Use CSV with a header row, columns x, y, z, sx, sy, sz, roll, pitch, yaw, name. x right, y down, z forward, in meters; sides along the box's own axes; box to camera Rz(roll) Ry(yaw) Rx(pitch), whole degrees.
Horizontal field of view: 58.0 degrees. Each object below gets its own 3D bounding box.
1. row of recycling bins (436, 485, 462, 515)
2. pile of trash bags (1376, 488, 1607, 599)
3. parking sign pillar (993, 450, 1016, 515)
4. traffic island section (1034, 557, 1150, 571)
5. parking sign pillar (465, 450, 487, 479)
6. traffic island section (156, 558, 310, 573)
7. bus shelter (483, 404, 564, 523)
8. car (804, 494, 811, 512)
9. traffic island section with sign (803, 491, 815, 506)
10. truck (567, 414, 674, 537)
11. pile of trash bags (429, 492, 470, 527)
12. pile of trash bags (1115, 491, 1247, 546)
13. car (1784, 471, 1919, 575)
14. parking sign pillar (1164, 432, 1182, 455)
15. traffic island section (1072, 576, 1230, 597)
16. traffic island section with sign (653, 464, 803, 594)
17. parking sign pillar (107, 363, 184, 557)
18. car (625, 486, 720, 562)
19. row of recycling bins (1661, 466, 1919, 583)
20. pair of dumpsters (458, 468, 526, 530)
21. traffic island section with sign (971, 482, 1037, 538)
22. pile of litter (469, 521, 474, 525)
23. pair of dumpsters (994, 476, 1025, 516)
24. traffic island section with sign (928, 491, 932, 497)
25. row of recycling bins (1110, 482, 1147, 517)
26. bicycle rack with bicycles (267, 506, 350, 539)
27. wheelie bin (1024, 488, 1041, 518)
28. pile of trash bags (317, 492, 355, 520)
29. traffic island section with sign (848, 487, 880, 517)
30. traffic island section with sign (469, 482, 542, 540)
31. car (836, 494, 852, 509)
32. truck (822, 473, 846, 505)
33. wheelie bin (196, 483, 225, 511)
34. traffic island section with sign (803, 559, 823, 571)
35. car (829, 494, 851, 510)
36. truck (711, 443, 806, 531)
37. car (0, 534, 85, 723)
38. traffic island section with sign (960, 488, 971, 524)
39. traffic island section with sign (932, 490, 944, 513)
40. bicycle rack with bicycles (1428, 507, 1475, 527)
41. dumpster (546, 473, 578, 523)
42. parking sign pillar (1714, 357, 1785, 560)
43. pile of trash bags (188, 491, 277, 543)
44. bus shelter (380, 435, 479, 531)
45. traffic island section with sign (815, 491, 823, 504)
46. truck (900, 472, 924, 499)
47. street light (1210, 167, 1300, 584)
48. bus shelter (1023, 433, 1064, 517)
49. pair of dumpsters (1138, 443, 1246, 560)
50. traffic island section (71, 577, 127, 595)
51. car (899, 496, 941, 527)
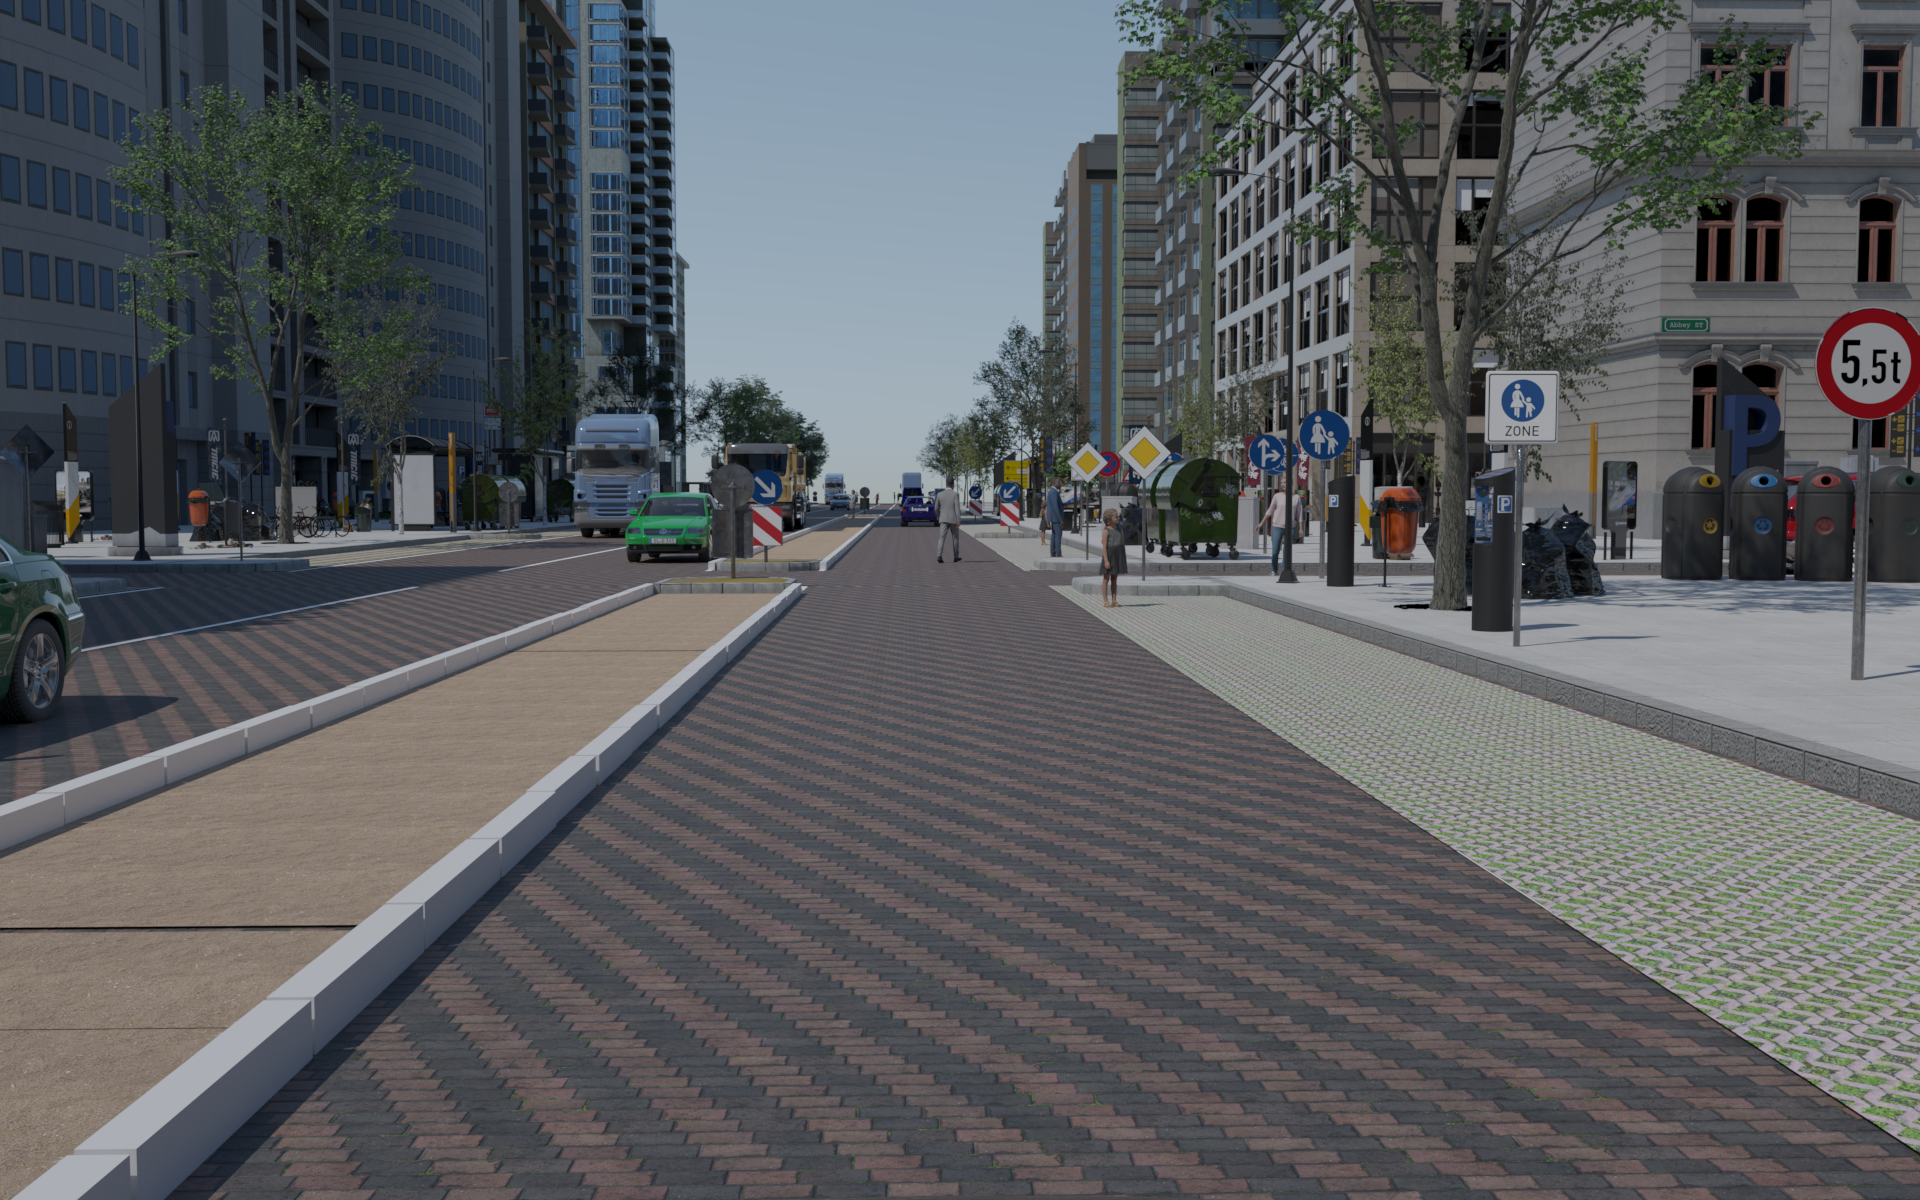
x,y,z,sx,sy,sz,roll,pitch,yaw,name
-23.371,-4.574,81.890,3.534,1.692,1.069,-2,4,-33,row of recycling bins
6.795,-0.799,22.817,1.912,1.369,3.447,-2,4,-31,pile of trash bags
2.785,-7.221,106.533,1.447,3.967,1.447,0,4,2,parking sign pillar
2.487,-0.691,33.584,2.009,0.180,2.903,0,4,-2,traffic island section
-25.988,-6.403,93.169,1.447,3.967,1.447,2,4,30,parking sign pillar
-13.746,-0.661,33.092,2.009,0.180,2.903,0,4,-2,traffic island section
-20.283,-6.275,80.224,2.179,5.291,8.768,0,4,-2,bus shelter
-12.946,-7.872,138.490,2.009,1.686,4.222,0,4,0,car
-19.353,-12.612,214.840,1.989,1.847,2.006,0,4,-2,traffic island section with sign
-11.688,-4.553,64.195,2.967,4.110,18.799,0,4,-3,truck
-20.918,-3.666,69.691,1.912,1.369,3.447,-2,4,-25,pile of trash bags
5.508,-2.072,43.630,3.447,1.369,1.912,1,4,11,pile of trash bags
16.227,-1.294,29.834,5.304,1.827,2.281,0,4,-1,car
8.937,-5.296,75.063,1.447,3.967,1.447,-1,4,-10,parking sign pillar
2.733,-0.203,25.603,2.009,0.180,2.903,0,4,-2,traffic island section
-3.432,-1.071,25.653,2.006,1.907,1.989,0,4,-2,traffic island section with sign
-17.014,-2.912,36.078,1.447,3.967,1.447,1,4,14,parking sign pillar
-6.146,-1.779,37.881,1.959,1.807,4.718,0,4,-1,car
12.331,-1.139,25.744,3.534,1.692,1.069,1,4,17,row of recycling bins
-17.019,-3.703,63.039,1.574,2.255,4.437,0,4,-2,pair of dumpsters
1.464,-2.926,56.464,1.989,1.847,2.006,0,4,-2,traffic island section with sign
-21.073,-3.604,72.896,1.719,0.858,1.176,3,5,42,pile of litter
2.808,-5.834,97.886,1.574,2.255,4.437,0,4,-2,pair of dumpsters
-1.746,-9.290,160.526,1.989,1.847,2.006,0,4,-2,traffic island section with sign
6.644,-3.114,58.028,3.534,1.692,1.069,-2,4,-28,row of recycling bins
-19.492,-2.316,51.251,2.925,0.926,2.852,-3,5,-42,bicycle rack with bicycles
3.906,-5.188,92.735,0.980,1.594,0.693,1,4,9,wheelie bin
-31.179,-4.691,86.451,1.912,1.369,3.447,-2,4,-24,pile of trash bags
-5.970,-6.118,108.160,2.006,1.907,1.989,0,4,-2,traffic island section with sign
-14.437,-2.847,55.181,1.989,1.847,2.006,0,4,-2,traffic island section with sign
-11.226,-9.702,168.851,2.015,1.641,3.980,0,4,-2,car
-16.284,-14.742,230.784,2.967,4.110,18.799,0,4,-1,truck
-22.007,-2.618,50.710,0.693,1.594,0.980,2,4,30,wheelie bin
-3.650,-1.524,33.057,2.006,1.907,1.989,0,4,-2,traffic island section with sign
-10.682,-8.748,155.025,2.014,1.417,4.499,0,4,-1,car
-7.676,-4.442,68.554,3.469,3.379,9.791,0,4,-1,truck
-6.607,0.140,9.508,2.131,1.459,4.920,0,4,-3,car
0.612,-4.574,83.406,1.989,1.847,2.006,0,4,-2,traffic island section with sign
-0.917,-7.643,133.583,1.989,1.847,2.006,0,4,-2,traffic island section with sign
14.432,-2.137,48.322,2.852,0.926,2.925,0,4,6,bicycle rack with bicycles
-17.940,-4.641,78.373,1.502,2.255,1.985,0,4,-2,dumpster
15.603,-2.798,34.223,1.447,3.967,1.447,-1,4,-15,parking sign pillar
-19.958,-2.271,46.886,1.912,1.369,3.447,0,4,0,pile of trash bags
-18.894,-4.165,62.018,2.014,3.302,5.546,0,4,-2,bus shelter
-20.186,-14.274,242.011,1.989,1.847,2.006,0,4,-2,traffic island section with sign
-5.783,-13.391,208.698,2.967,4.110,18.799,0,4,-2,truck
4.194,-3.197,24.810,1.470,5.913,1.316,0,4,-2,street light
4.830,-7.478,99.895,2.179,5.291,8.768,0,4,-2,bus shelter
4.714,-2.016,35.451,1.574,2.255,4.437,0,4,-2,pair of dumpsters
-13.501,-0.173,25.110,2.009,0.180,2.903,0,4,-2,traffic island section
-1.743,-3.937,76.958,1.945,1.354,3.894,0,4,0,car
